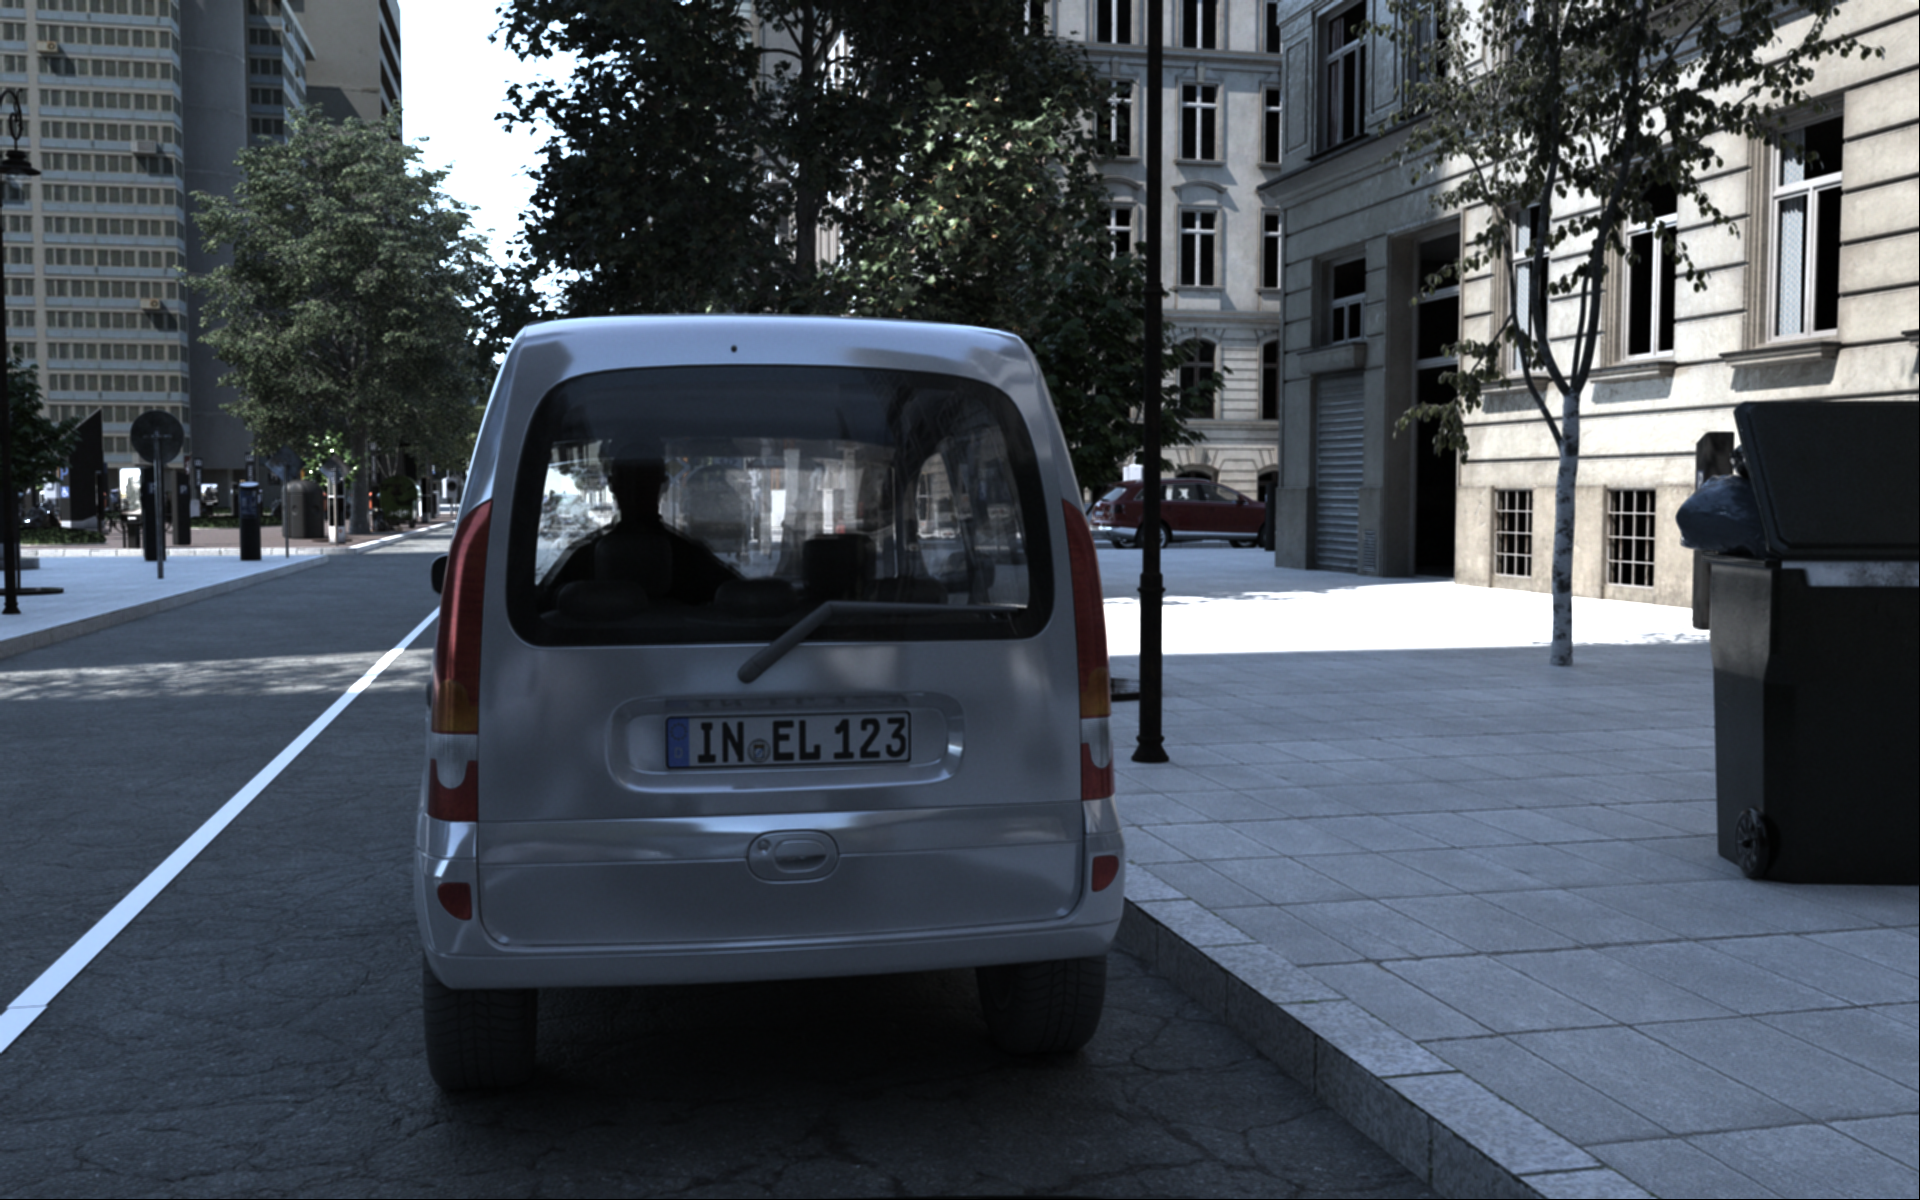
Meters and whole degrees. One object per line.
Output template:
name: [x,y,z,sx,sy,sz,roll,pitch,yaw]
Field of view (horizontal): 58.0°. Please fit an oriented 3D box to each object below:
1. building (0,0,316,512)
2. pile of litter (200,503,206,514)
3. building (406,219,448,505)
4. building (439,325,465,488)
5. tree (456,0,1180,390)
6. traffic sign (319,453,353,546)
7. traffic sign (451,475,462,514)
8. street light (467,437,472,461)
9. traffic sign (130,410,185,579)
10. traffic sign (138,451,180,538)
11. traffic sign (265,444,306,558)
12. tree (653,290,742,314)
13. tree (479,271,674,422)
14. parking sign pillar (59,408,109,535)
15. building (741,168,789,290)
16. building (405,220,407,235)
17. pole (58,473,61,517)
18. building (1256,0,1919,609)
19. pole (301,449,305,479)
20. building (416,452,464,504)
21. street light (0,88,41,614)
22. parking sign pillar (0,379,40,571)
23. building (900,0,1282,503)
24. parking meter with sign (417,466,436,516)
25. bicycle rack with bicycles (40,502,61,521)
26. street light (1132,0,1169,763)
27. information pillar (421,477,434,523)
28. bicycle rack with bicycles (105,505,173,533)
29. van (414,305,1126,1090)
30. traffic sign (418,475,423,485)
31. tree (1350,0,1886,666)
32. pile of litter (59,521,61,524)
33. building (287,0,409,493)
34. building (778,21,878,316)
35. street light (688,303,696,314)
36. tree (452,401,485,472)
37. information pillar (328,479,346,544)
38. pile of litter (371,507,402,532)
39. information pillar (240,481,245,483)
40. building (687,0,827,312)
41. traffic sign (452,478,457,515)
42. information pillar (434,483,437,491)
building: [-59.665,-26.305,121.966,32.217,40.220,23.993,-1,4,-13]
pile of litter: [-45.453,-5.474,103.461,1.176,0.858,1.719,2,4,24]
building: [-79.853,-31.728,210.641,32.217,40.220,23.993,-1,4,-13]
building: [-81.963,-29.887,260.348,14.160,30.474,14.107,-1,4,-13]
tree: [-1.976,-6.446,22.397,9.611,12.733,9.660,0,3,0]
traffic sign: [-15.338,-2.382,42.594,0.795,2.450,0.064,-1,4,-13]
traffic sign: [-33.207,-6.973,114.115,0.768,2.556,0.104,-1,4,-11]
street light: [-33.158,-8.844,117.387,0.468,5.910,1.993,-1,4,-13]
traffic sign: [-12.154,-1.599,26.256,0.768,2.556,0.104,-1,4,-12]
traffic sign: [-13.738,-1.810,29.693,0.768,2.556,0.104,0,4,-6]
traffic sign: [-13.541,-1.906,34.813,0.795,2.450,0.064,-1,4,-13]
tree: [-8.474,-7.322,54.132,7.601,10.594,8.767,-3,5,-42]
tree: [-15.462,-10.318,79.071,12.009,13.543,11.850,0,3,0]
parking sign pillar: [-27.359,-4.004,53.938,1.447,3.967,1.447,1,4,21]
building: [-7.010,-16.331,108.813,13.314,21.916,24.055,-1,4,-13]
building: [-60.011,-23.983,163.823,14.160,30.474,14.107,-1,4,-13]
pole: [-50.124,-6.273,96.410,0.158,3.312,0.155,0,3,0]
building: [15.829,-11.276,17.644,16.112,22.955,30.059,-1,4,-13]
pole: [-29.943,-5.206,78.953,0.158,3.312,0.155,0,3,0]
building: [-83.256,-24.005,237.518,27.650,21.520,28.899,-1,4,-13]
street light: [-10.172,-2.789,18.393,0.468,5.910,1.993,-1,4,-13]
parking sign pillar: [-16.522,-2.506,29.442,1.447,3.967,1.447,3,4,39]
building: [15.429,-15.026,64.752,34.723,24.649,14.460,-1,4,-13]
parking meter with sign: [-31.626,-6.501,102.545,0.543,3.016,1.738,0,4,6]
bicycle rack with bicycles: [-44.014,-4.200,82.045,2.925,0.926,2.852,1,4,20]
street light: [0.916,-2.164,8.164,0.468,5.910,1.993,-1,4,-13]
information pillar: [-23.396,-4.365,75.860,0.304,2.012,0.304,1,4,9]
bicycle rack with bicycles: [-27.152,-2.700,57.527,2.852,0.926,2.925,3,5,40]
van: [-0.743,0.083,5.651,2.013,2.044,4.112,-1,4,-11]
traffic sign: [-33.050,-6.536,106.860,0.884,2.594,0.081,0,4,-5]
tree: [4.663,-3.826,12.923,4.360,8.622,3.978,0,3,0]
pile of litter: [-37.265,-3.568,72.308,1.719,0.858,1.176,3,4,38]
building: [-58.592,-31.903,145.310,21.300,48.544,21.600,-1,4,-13]
building: [-1.166,-17.562,84.396,12.463,27.353,25.104,-1,4,-13]
street light: [-5.607,-3.879,36.210,0.468,5.910,1.993,-1,4,-13]
tree: [-34.254,-10.507,122.149,4.737,8.622,4.395,0,3,0]
information pillar: [-15.964,-2.438,44.354,0.304,2.012,0.304,3,4,37]
pile of litter: [-19.839,-2.799,59.729,1.176,0.858,1.719,-2,4,-24]
information pillar: [-38.835,-5.476,94.032,0.304,2.012,0.304,1,4,13]
building: [-16.832,-28.514,149.790,14.154,41.232,14.086,-1,4,-13]
traffic sign: [-31.496,-6.437,107.370,0.606,2.300,0.079,-1,4,-13]
information pillar: [-33.437,-6.450,109.944,0.304,2.012,0.304,2,4,35]
